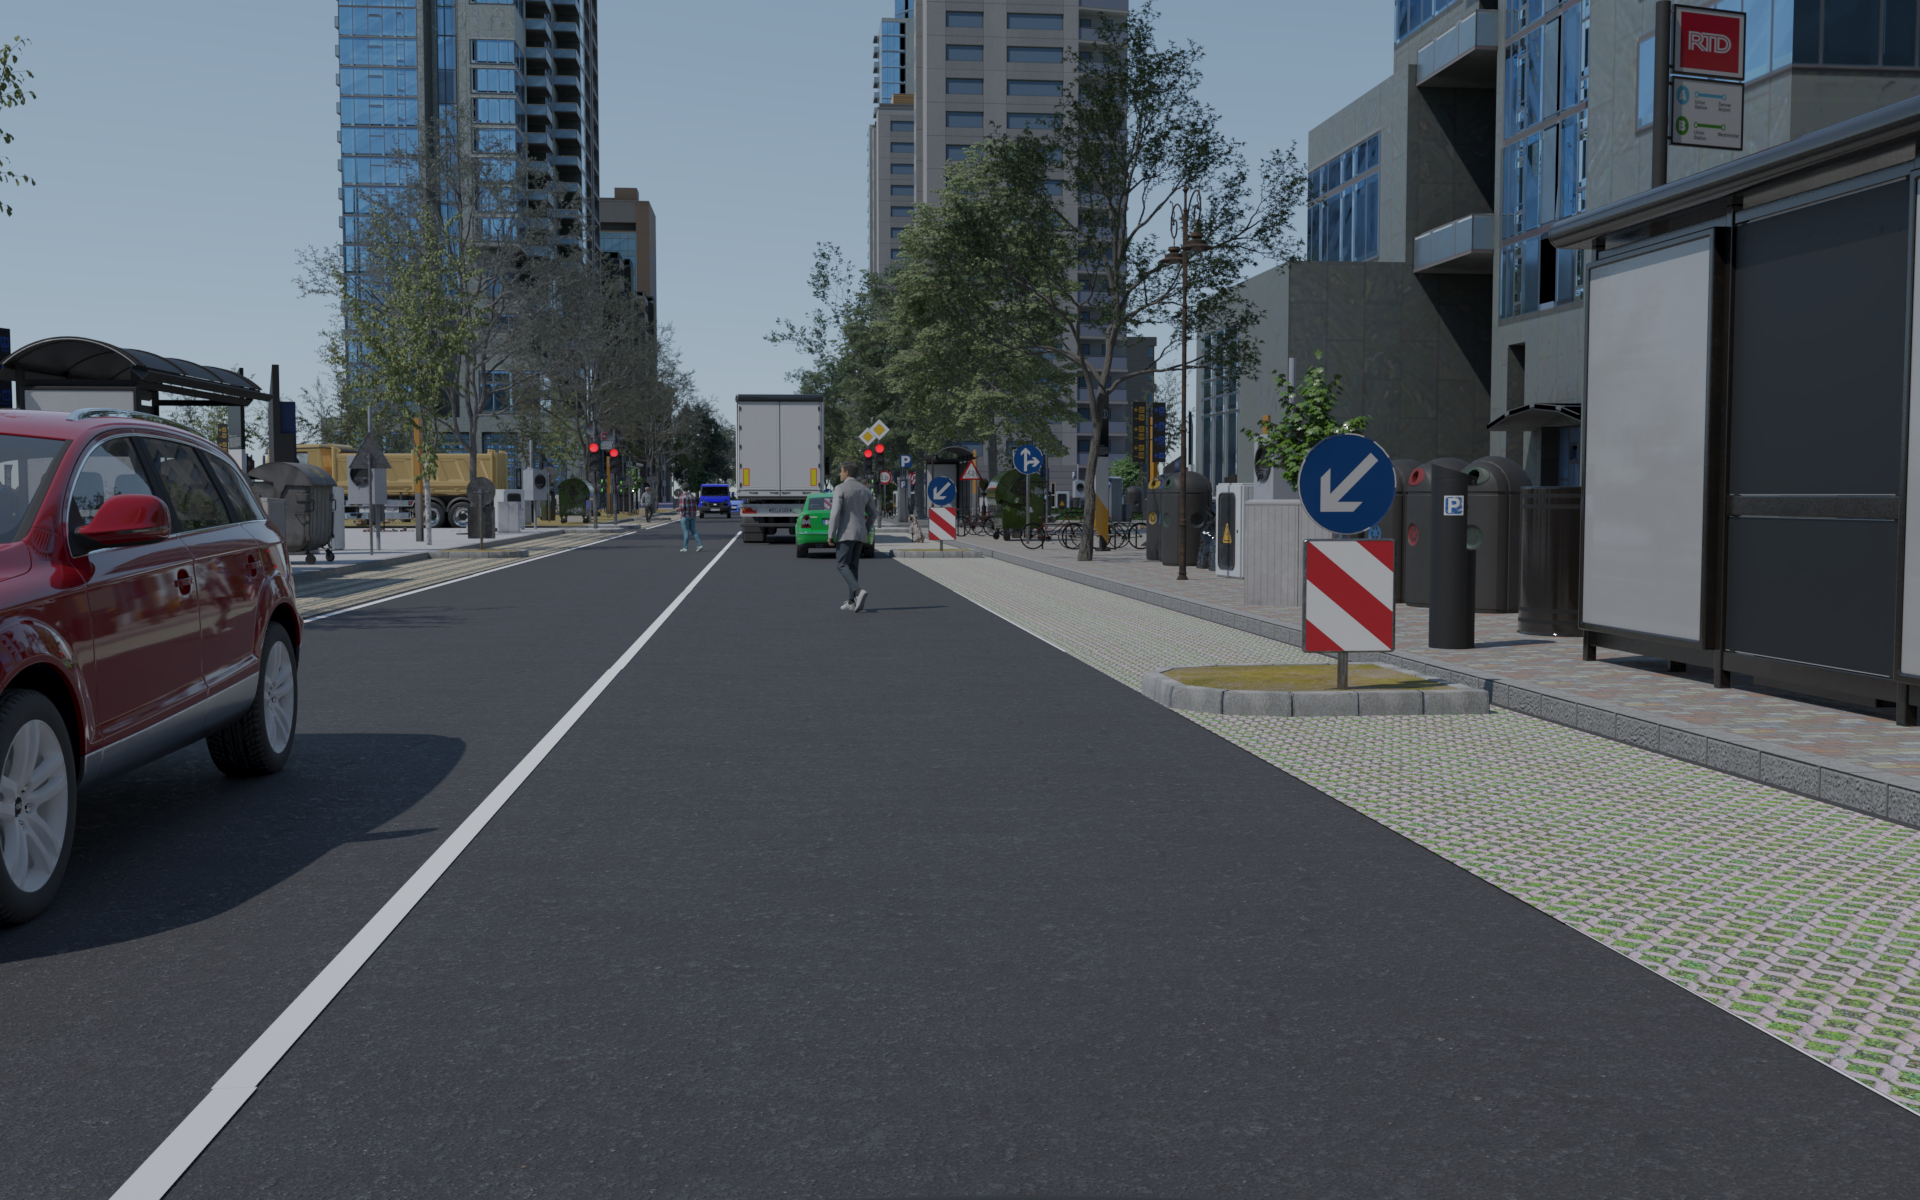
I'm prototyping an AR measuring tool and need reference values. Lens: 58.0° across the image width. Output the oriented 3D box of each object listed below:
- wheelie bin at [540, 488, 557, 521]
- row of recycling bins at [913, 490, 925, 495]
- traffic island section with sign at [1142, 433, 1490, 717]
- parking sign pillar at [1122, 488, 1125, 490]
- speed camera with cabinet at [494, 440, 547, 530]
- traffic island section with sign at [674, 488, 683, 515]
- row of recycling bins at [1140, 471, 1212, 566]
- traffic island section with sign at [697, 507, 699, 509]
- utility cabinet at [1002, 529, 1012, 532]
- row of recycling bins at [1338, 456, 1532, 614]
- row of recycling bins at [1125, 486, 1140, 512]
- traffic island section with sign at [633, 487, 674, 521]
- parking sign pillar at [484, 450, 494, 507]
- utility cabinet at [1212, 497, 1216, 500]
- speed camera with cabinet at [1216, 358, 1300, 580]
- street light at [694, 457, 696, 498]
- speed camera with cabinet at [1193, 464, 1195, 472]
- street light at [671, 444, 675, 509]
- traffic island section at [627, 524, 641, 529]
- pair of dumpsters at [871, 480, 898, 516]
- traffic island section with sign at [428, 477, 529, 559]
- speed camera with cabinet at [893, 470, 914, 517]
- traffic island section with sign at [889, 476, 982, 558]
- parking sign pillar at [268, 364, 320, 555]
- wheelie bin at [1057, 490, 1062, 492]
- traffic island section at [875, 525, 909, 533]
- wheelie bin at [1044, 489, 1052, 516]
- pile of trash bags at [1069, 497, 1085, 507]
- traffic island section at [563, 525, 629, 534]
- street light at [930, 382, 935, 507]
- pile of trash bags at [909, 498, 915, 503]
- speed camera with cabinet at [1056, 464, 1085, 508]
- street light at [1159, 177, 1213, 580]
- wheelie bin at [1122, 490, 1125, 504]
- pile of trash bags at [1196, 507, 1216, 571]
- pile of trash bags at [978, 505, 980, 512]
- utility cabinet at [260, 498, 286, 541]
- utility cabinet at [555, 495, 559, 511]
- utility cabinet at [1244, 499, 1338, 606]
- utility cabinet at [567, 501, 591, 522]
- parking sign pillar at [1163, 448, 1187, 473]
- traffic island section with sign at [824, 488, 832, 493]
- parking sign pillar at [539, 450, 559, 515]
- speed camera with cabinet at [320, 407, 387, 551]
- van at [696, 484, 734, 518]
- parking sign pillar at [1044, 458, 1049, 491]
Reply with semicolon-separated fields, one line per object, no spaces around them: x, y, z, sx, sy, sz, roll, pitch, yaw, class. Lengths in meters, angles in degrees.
-19.852;-4.624;83.508;0.693;1.594;0.980;-3;5;-43;wheelie bin
-2.356;-8.618;148.010;3.534;1.692;1.069;0;4;-1;row of recycling bins
2.333;-0.208;12.025;1.989;1.847;2.006;0;4;-6;traffic island section with sign
13.567;-9.129;137.728;1.447;3.967;1.447;-1;4;-9;parking sign pillar
-15.908;-4.182;62.719;0.660;3.252;2.038;2;4;34;speed camera with cabinet
-19.589;-6.875;121.026;1.989;1.847;2.006;0;4;-6;traffic island section with sign
4.117;-1.545;32.378;1.069;1.692;3.534;0;4;0;row of recycling bins
-24.982;-9.959;171.461;1.989;1.847;2.006;0;4;-6;traffic island section with sign
1.671;-2.943;59.282;0.306;1.237;1.020;1;4;14;utility cabinet
5.352;-0.800;20.196;1.069;1.692;3.534;-1;4;-21;row of recycling bins
8.948;-5.001;88.878;1.069;1.692;3.534;0;4;6;row of recycling bins
-16.707;-5.219;93.965;1.989;1.847;2.006;0;4;-6;traffic island section with sign
-29.125;-7.292;107.701;1.447;3.967;1.447;0;4;7;parking sign pillar
5.729;-1.690;38.788;1.020;1.237;0.306;1;4;8;utility cabinet
4.478;-1.929;25.871;0.660;3.252;2.038;-1;4;-15;speed camera with cabinet
-28.827;-13.205;188.684;0.468;5.910;1.993;0;4;-6;street light
16.052;-7.362;114.701;0.660;3.252;2.038;-2;4;-30;speed camera with cabinet
-24.641;-10.775;148.950;0.468;5.910;1.993;0;4;-6;street light
-14.338;-3.039;71.966;2.009;0.180;2.903;0;4;-6;traffic island section
-4.340;-6.030;101.088;1.574;2.255;4.437;0;4;-6;pair of dumpsters
-10.839;-1.867;39.158;1.989;1.847;2.006;0;4;-6;traffic island section with sign
-3.284;-6.324;97.740;0.660;3.252;2.038;-1;4;-14;speed camera with cabinet
-0.592;-1.880;39.369;1.989;1.847;2.006;0;4;-6;traffic island section with sign
-14.368;-2.950;36.697;1.447;3.967;1.447;-2;4;-26;parking sign pillar
7.579;-7.571;131.693;0.693;1.594;0.980;-1;4;-16;wheelie bin
-3.007;-2.621;65.137;2.009;0.180;2.903;0;4;-6;traffic island section
5.092;-5.774;102.316;0.693;1.594;0.980;-1;4;-16;wheelie bin
8.681;-6.818;121.228;1.912;1.369;3.447;-1;4;-19;pile of trash bags
-13.490;-2.553;64.026;2.009;0.180;2.903;0;4;-6;traffic island section
-1.025;-5.632;64.868;0.468;5.910;1.993;0;4;-6;street light
-4.575;-7.848;138.062;3.447;1.369;1.912;0;4;-3;pile of trash bags
7.157;-7.307;113.809;2.038;3.252;0.660;-1;4;-15;speed camera with cabinet
3.326;-3.237;25.710;0.468;5.910;1.993;0;4;-6;street light
12.140;-7.443;129.601;0.980;1.594;0.693;0;4;-1;wheelie bin
5.737;-1.199;29.361;3.447;1.369;1.912;1;4;9;pile of trash bags
2.841;-7.238;128.096;1.912;1.369;3.447;2;4;31;pile of trash bags
-11.591;-1.107;29.255;0.306;1.237;1.020;-2;4;-28;utility cabinet
-31.182;-7.486;133.553;1.020;1.237;0.306;2;4;25;utility cabinet
3.800;-0.535;19.907;1.020;1.237;0.306;1;4;23;utility cabinet
-17.242;-4.252;78.192;1.173;1.500;0.318;1;4;18;utility cabinet
12.759;-6.831;100.163;1.447;3.967;1.447;1;4;20;parking sign pillar
-9.469;-6.958;122.387;1.989;1.847;2.006;0;4;-6;traffic island section with sign
-25.274;-7.188;106.001;1.447;3.967;1.447;1;4;8;parking sign pillar
-14.055;-2.744;39.206;2.038;3.252;0.660;1;4;11;speed camera with cabinet
-14.665;-6.077;103.745;2.240;2.365;5.245;0;4;-8;van
6.263;-8.658;130.026;1.447;3.967;1.447;-1;4;-18;parking sign pillar
